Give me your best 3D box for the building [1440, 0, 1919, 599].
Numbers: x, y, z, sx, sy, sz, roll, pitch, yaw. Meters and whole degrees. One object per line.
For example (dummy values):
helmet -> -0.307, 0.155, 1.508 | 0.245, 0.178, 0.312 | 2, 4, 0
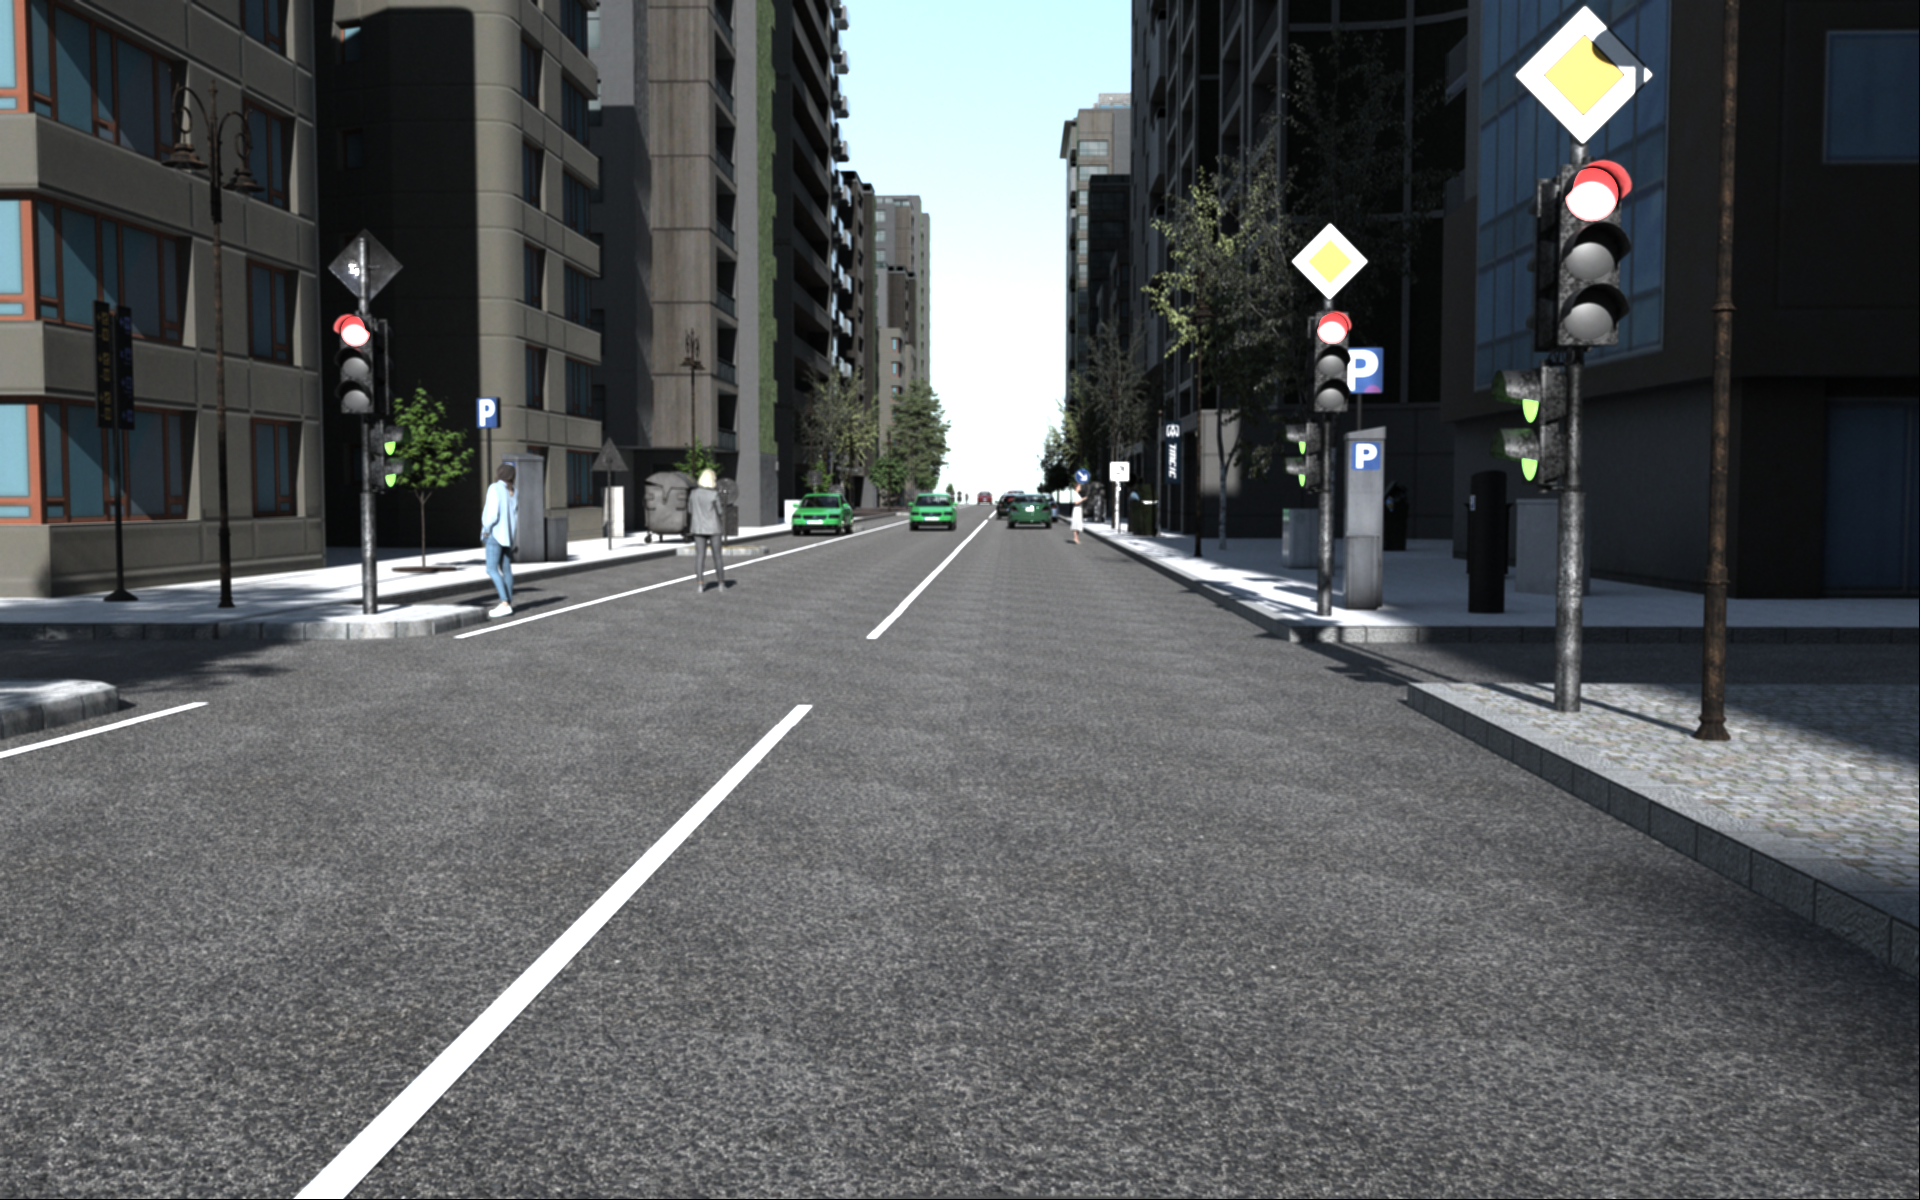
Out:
building -> 16.374, -22.996, 26.103 | 14.200, 45.320, 14.600 | 0, 4, 2

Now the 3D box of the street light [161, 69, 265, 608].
street light -> -8.308, -2.853, 19.435 | 0.468, 5.910, 1.993 | 0, 4, 2

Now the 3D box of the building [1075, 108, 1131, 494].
building -> 19.432, -30.771, 186.702 | 14.154, 41.232, 14.086 | 0, 4, 2

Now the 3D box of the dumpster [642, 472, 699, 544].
dumpster -> -7.560, -2.427, 45.442 | 1.264, 1.857, 1.865 | 0, 4, 2

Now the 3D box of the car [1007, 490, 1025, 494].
car -> 5.208, -9.381, 162.047 | 2.281, 1.827, 5.304 | 0, 4, 1

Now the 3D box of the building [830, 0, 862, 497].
building -> -20.127, -31.323, 131.747 | 23.786, 49.044, 30.456 | 0, 4, 2

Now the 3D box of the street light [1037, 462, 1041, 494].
street light -> 10.521, -15.349, 223.739 | 0.468, 5.910, 1.993 | 0, 4, 2

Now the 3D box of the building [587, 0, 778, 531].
building -> -14.777, -23.273, 64.109 | 14.154, 41.232, 14.086 | 0, 4, 2

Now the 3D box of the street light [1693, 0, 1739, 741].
street light -> 3.944, -2.209, 8.906 | 0.468, 5.910, 1.993 | 0, 4, 2

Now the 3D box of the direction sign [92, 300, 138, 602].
direction sign -> -10.097, -1.757, 20.730 | 0.379, 3.537, 0.876 | 0, 4, 1

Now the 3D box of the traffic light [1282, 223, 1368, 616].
traffic light -> 3.816, -1.786, 18.116 | 0.839, 4.253, 0.868 | 0, 4, 2

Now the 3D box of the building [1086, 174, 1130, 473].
building -> 18.592, -23.682, 158.898 | 14.160, 30.474, 14.107 | 0, 4, 2

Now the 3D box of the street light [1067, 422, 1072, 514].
street light -> 7.166, -8.496, 111.692 | 0.468, 5.910, 1.993 | 0, 4, 2

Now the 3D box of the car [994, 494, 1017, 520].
car -> 2.947, -5.391, 97.931 | 2.009, 1.686, 4.222 | 0, 4, 2

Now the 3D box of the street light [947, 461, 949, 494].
street light -> -1.660, -16.065, 235.442 | 0.468, 5.910, 1.993 | 0, 4, 2

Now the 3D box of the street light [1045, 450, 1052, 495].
street light -> 8.868, -12.021, 169.331 | 0.468, 5.910, 1.993 | 0, 4, 2

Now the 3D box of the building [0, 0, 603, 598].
building -> -24.597, -11.652, 35.557 | 27.650, 21.520, 28.899 | 0, 4, 2

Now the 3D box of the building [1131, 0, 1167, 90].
building -> 24.869, -31.682, 107.241 | 28.713, 52.752, 27.495 | 0, 4, 2

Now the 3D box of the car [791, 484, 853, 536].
car -> -4.807, -3.178, 60.748 | 1.959, 1.807, 4.718 | 0, 4, 3

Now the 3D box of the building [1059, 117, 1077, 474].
building -> 28.281, -39.664, 237.739 | 28.713, 52.752, 27.495 | 0, 4, 2

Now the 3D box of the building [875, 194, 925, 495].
building -> -12.421, -33.437, 230.285 | 14.154, 41.232, 14.086 | 0, 4, 2

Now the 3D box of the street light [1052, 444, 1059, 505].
street light -> 7.921, -10.249, 140.365 | 0.468, 5.910, 1.993 | 0, 4, 2

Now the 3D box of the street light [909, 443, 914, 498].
street light -> -4.216, -10.996, 152.567 | 0.468, 5.910, 1.993 | 0, 4, 2

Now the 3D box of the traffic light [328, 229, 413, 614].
traffic light -> -6.291, -1.803, 18.406 | 0.839, 4.253, 0.868 | 0, 4, 2

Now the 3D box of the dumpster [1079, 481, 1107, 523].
dumpster -> 6.026, -4.465, 78.766 | 1.264, 1.857, 1.865 | 0, 4, 2

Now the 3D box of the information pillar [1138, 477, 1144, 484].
information pillar -> 7.806, -4.316, 75.056 | 0.304, 2.012, 0.304 | 0, 4, 4

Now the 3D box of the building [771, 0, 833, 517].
building -> -19.535, -29.434, 104.948 | 21.300, 48.544, 21.600 | 0, 4, 2

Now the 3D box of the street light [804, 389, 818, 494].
street light -> -6.588, -6.344, 76.509 | 0.468, 5.910, 1.993 | 0, 4, 2

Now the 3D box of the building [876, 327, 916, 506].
building -> -19.614, -21.415, 195.181 | 27.650, 21.520, 28.899 | 0, 4, 2

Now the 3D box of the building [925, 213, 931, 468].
building -> -11.468, -34.324, 244.790 | 14.154, 41.232, 14.086 | 0, 4, 2

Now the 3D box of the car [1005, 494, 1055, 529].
car -> 2.944, -3.726, 72.713 | 2.131, 1.459, 4.920 | 0, 4, 3

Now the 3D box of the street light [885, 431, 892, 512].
street light -> -5.073, -9.273, 124.395 | 0.468, 5.910, 1.993 | 0, 4, 2

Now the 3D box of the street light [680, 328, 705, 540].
street light -> -7.440, -4.621, 48.336 | 0.468, 5.910, 1.993 | 0, 4, 2

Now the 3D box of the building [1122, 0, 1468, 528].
building -> 18.683, -39.325, 81.209 | 20.563, 71.187, 20.611 | 0, 4, 2

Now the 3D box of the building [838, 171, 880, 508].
building -> -14.973, -23.407, 154.408 | 14.160, 30.474, 14.107 | 0, 4, 2

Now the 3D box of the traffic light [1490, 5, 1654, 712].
traffic light -> 3.574, -1.297, 10.135 | 0.839, 4.253, 0.868 | 0, 4, 2

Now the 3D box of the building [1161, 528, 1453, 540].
building -> 17.268, -37.558, 52.323 | 20.563, 71.187, 20.611 | 0, 4, 2

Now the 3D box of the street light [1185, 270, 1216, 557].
street light -> 4.874, -3.823, 35.293 | 0.468, 5.910, 1.993 | 0, 4, 2

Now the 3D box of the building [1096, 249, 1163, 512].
building -> 25.287, -17.817, 136.339 | 27.650, 21.520, 28.899 | 0, 4, 2

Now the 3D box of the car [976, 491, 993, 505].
car -> 3.362, -13.835, 234.879 | 2.281, 1.827, 5.304 | 0, 4, 1

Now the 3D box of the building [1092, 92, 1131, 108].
building -> 25.490, -36.047, 208.980 | 23.786, 49.044, 30.456 | 0, 4, 2

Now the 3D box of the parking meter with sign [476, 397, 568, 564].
parking meter with sign -> -8.062, -2.190, 32.074 | 0.543, 3.016, 1.738 | 2, 4, 34

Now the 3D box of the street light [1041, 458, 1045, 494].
street light -> 9.652, -13.622, 195.508 | 0.468, 5.910, 1.993 | 0, 4, 2

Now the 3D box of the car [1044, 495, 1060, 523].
car -> 4.115, -4.673, 88.405 | 2.014, 1.417, 4.499 | 0, 4, 1

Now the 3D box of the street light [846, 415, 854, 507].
street light -> -6.040, -7.489, 95.235 | 0.468, 5.910, 1.993 | 0, 4, 2

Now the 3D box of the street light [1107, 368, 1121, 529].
street light -> 5.664, -5.568, 63.818 | 0.468, 5.910, 1.993 | 0, 4, 2

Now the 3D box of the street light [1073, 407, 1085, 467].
street light -> 6.465, -7.319, 92.452 | 0.468, 5.910, 1.993 | 0, 4, 2

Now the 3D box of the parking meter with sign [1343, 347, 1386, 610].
parking meter with sign -> 4.614, -1.445, 19.884 | 0.543, 3.016, 1.738 | 1, 4, 10

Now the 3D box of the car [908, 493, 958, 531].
car -> -1.064, -3.675, 68.882 | 1.959, 1.807, 4.718 | 0, 4, 1

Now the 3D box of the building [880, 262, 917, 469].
building -> -12.775, -27.198, 216.394 | 14.160, 30.474, 14.107 | 0, 4, 2
